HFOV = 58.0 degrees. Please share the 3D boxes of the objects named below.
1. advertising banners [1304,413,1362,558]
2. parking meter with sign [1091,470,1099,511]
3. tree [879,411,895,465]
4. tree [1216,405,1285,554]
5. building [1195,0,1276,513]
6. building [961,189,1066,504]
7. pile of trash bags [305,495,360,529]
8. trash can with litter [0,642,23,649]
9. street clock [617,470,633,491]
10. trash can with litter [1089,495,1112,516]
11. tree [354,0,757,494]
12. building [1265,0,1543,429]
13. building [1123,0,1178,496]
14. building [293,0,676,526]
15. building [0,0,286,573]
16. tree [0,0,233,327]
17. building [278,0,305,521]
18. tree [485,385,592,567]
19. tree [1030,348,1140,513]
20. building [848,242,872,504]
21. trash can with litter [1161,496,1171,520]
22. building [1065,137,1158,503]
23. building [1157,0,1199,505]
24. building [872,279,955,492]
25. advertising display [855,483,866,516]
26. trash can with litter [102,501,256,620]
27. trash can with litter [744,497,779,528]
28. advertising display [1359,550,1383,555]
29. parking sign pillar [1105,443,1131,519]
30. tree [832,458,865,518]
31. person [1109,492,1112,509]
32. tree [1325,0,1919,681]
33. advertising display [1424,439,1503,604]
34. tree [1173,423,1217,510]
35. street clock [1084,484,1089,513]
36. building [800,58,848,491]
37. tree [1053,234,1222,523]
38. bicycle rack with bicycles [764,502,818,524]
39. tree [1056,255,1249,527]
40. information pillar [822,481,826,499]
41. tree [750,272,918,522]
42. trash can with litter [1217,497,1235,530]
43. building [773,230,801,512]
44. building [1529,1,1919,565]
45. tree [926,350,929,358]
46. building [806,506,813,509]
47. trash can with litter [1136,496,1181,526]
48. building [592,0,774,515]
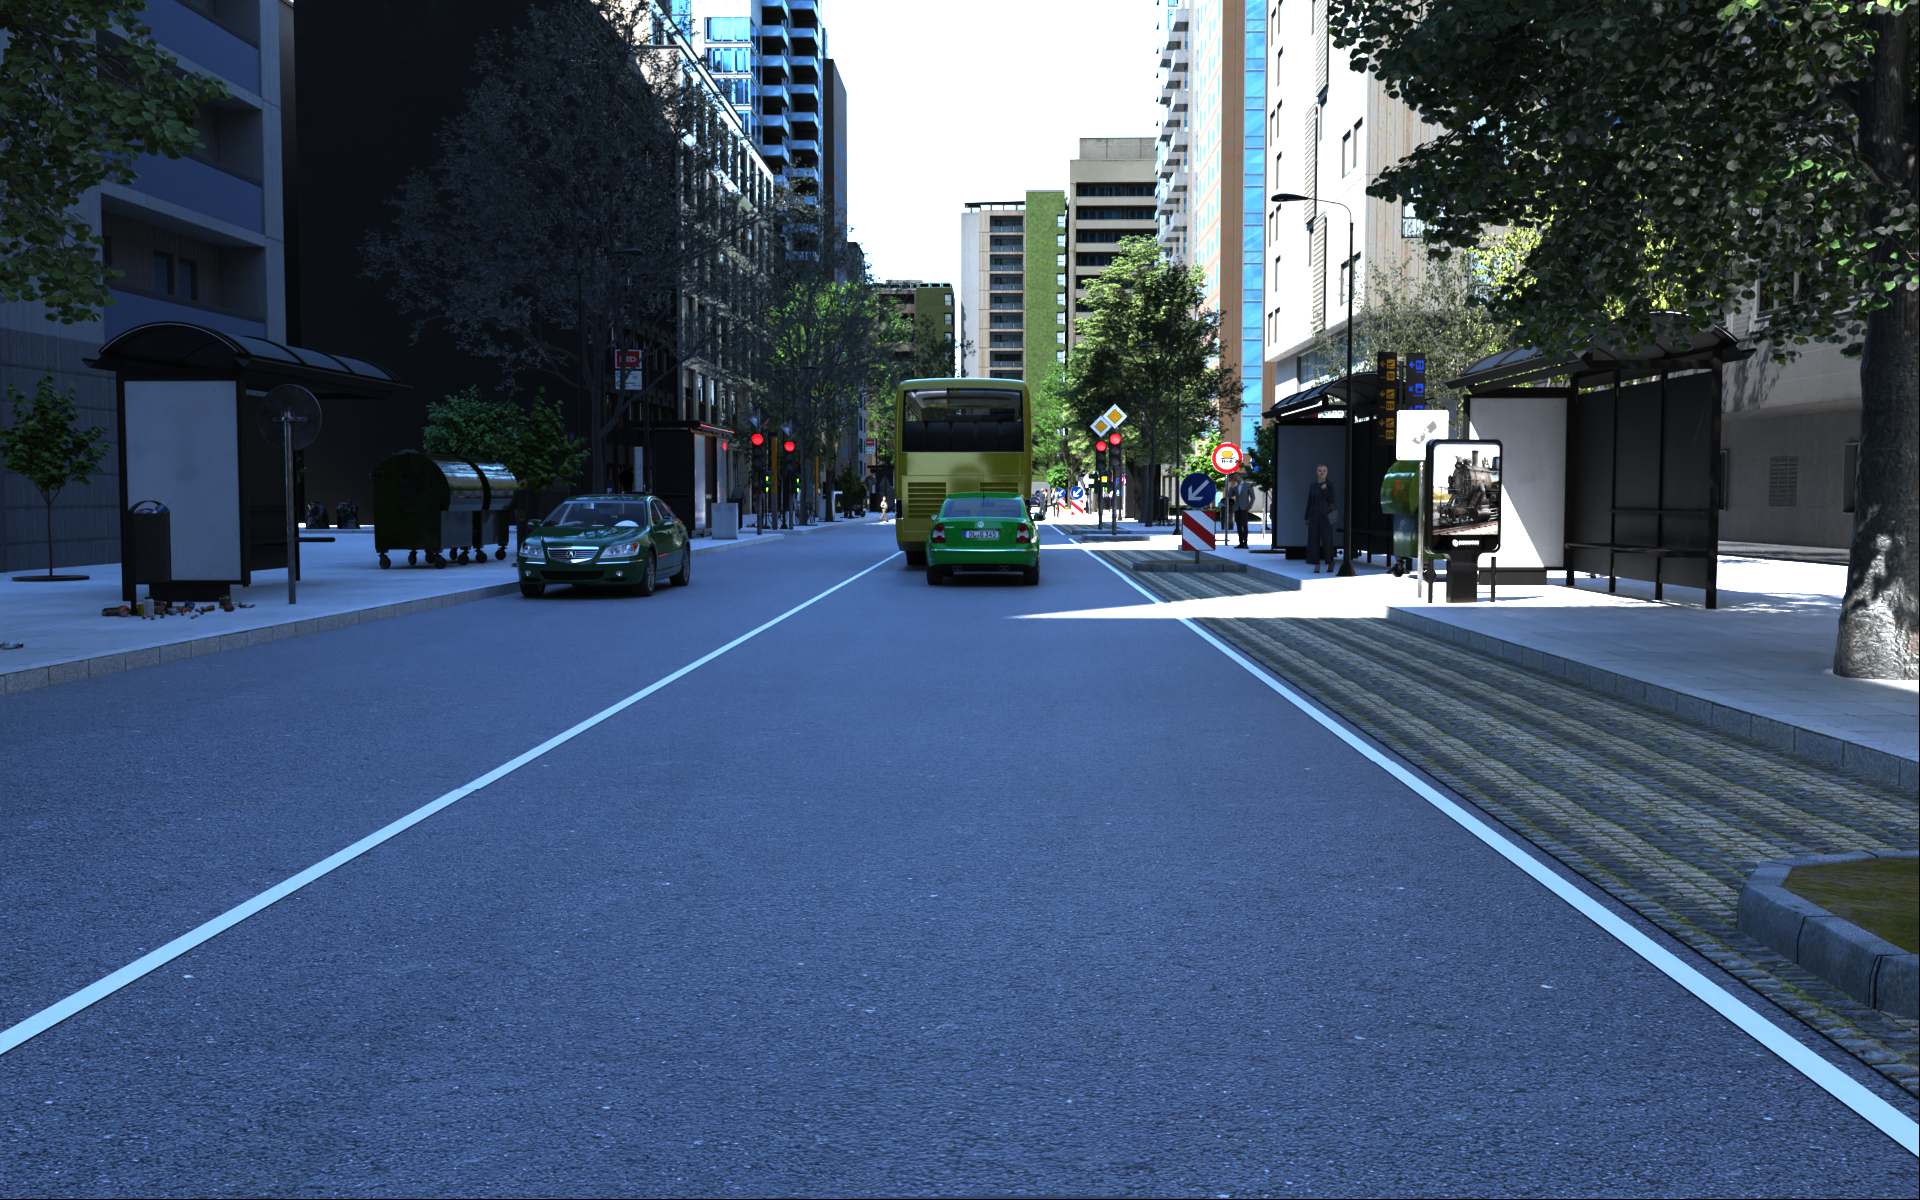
[{"bbox_3d":[7.567,-2.392,35.292,0.090,3.025,2.074,-1,4,-21],"label":"advertising banners"},{"bbox_3d":[9.836,-8.000,127.066,0.543,3.016,1.738,1,4,11],"label":"parking meter with sign"},{"bbox_3d":[-4.476,-11.299,135.105,4.360,8.622,3.978,0,3,0],"label":"tree"},{"bbox_3d":[6.681,-2.633,37.651,1.663,3.219,1.824,0,3,0],"label":"tree"},{"bbox_3d":[24.260,-28.788,120.798,14.600,45.320,14.200,0,4,2],"label":"building"},{"bbox_3d":[7.084,-33.717,234.859,14.086,41.232,14.154,0,4,2],"label":"building"},{"bbox_3d":[-22.443,-3.309,63.862,3.447,1.369,1.912,0,4,-5],"label":"pile of trash bags"},{"bbox_3d":[-8.900,-0.218,14.622,2.233,1.210,1.678,2,4,28],"label":"trash can with litter"},{"bbox_3d":[-10.115,-2.929,52.456,0.471,2.002,0.358,-1,4,-21],"label":"street clock"},{"bbox_3d":[8.875,-5.584,102.357,2.233,1.210,1.678,3,5,42],"label":"trash can with litter"},{"bbox_3d":[-8.183,-7.888,39.336,12.009,13.543,11.850,0,3,0],"label":"tree"},{"bbox_3d":[29.550,-30.115,81.614,27.495,52.752,28.713,0,4,2],"label":"building"},{"bbox_3d":[29.887,-53.493,187.283,22.319,86.520,31.000,0,4,2],"label":"building"},{"bbox_3d":[-20.302,-15.160,77.541,12.332,23.373,15.834,0,4,2],"label":"building"},{"bbox_3d":[-29.500,-30.088,33.942,28.212,58.520,21.231,0,4,2],"label":"building"},{"bbox_3d":[-8.859,-5.662,10.703,7.486,12.596,7.792,0,3,0],"label":"tree"},{"bbox_3d":[-42.975,-17.366,77.445,24.014,27.812,14.314,0,4,2],"label":"building"},{"bbox_3d":[-7.308,-2.207,30.691,1.663,3.219,1.824,0,3,0],"label":"tree"},{"bbox_3d":[9.277,-11.895,120.246,9.928,11.665,9.643,0,3,0],"label":"tree"},{"bbox_3d":[-18.021,-26.161,199.431,14.107,30.474,14.160,0,4,2],"label":"building"},{"bbox_3d":[10.121,-4.528,85.422,0.624,1.170,1.055,0,4,6],"label":"trash can with litter"},{"bbox_3d":[25.112,-37.573,238.017,21.600,48.544,21.300,0,4,2],"label":"building"},{"bbox_3d":[29.823,-32.914,157.747,23.786,49.044,30.456,0,4,2],"label":"building"},{"bbox_3d":[-7.702,-28.412,236.231,14.107,30.474,14.160,0,4,2],"label":"building"},{"bbox_3d":[-6.062,-5.964,102.723,0.974,1.923,0.123,0,4,4],"label":"advertising display"},{"bbox_3d":[-8.409,-0.474,18.808,1.678,1.210,2.233,1,4,19],"label":"trash can with litter"},{"bbox_3d":[-7.711,-3.413,66.867,1.678,1.210,2.233,-2,4,-24],"label":"trash can with litter"},{"bbox_3d":[8.802,-1.923,36.656,0.123,1.923,0.974,-2,4,-35],"label":"advertising display"},{"bbox_3d":[8.352,-6.281,91.164,1.447,3.967,1.447,0,4,5],"label":"parking sign pillar"},{"bbox_3d":[-5.902,-6.013,92.909,1.663,3.219,1.824,0,3,0],"label":"tree"},{"bbox_3d":[12.721,-8.555,146.861,0.756,1.711,0.436,-1,4,-23],"label":"person"},{"bbox_3d":[6.484,-6.438,11.919,9.857,13.997,8.962,0,3,0],"label":"tree"},{"bbox_3d":[5.910,-0.926,20.352,0.974,1.923,0.123,-1,4,-17],"label":"advertising display"},{"bbox_3d":[6.884,-3.212,47.112,1.663,3.219,1.824,0,3,0],"label":"tree"},{"bbox_3d":[8.469,-6.781,115.431,0.358,2.002,0.471,2,4,30],"label":"street clock"},{"bbox_3d":[-18.928,-32.154,175.835,14.600,45.320,14.200,0,4,2],"label":"building"},{"bbox_3d":[7.987,-9.696,76.664,7.486,12.596,7.792,0,3,0],"label":"tree"},{"bbox_3d":[-7.313,-3.814,75.743,2.852,0.926,2.925,1,4,16],"label":"bicycle rack with bicycles"},{"bbox_3d":[7.713,-8.130,67.336,7.601,10.594,8.767,0,4,4],"label":"tree"},{"bbox_3d":[-7.749,-5.800,99.327,0.304,2.012,0.304,0,4,-1],"label":"information pillar"},{"bbox_3d":[-5.942,-9.419,79.764,9.928,11.665,9.643,0,3,0],"label":"tree"},{"bbox_3d":[9.577,-3.112,62.266,0.624,1.170,1.055,1,4,11],"label":"trash can with litter"},{"bbox_3d":[-18.796,-18.220,127.570,12.332,23.373,15.834,0,4,2],"label":"building"},{"bbox_3d":[21.430,-14.629,32.684,14.314,27.812,24.014,0,4,2],"label":"building"},{"bbox_3d":[-6.286,-9.743,69.671,12.009,13.543,11.850,0,3,0],"label":"tree"},{"bbox_3d":[-22.522,-51.333,151.961,22.319,86.520,31.000,0,4,2],"label":"building"},{"bbox_3d":[8.112,-3.572,69.457,1.678,1.210,2.233,-1,4,-10],"label":"trash can with litter"},{"bbox_3d":[-22.877,-18.233,102.631,19.350,26.468,34.151,0,4,2],"label":"building"}]
